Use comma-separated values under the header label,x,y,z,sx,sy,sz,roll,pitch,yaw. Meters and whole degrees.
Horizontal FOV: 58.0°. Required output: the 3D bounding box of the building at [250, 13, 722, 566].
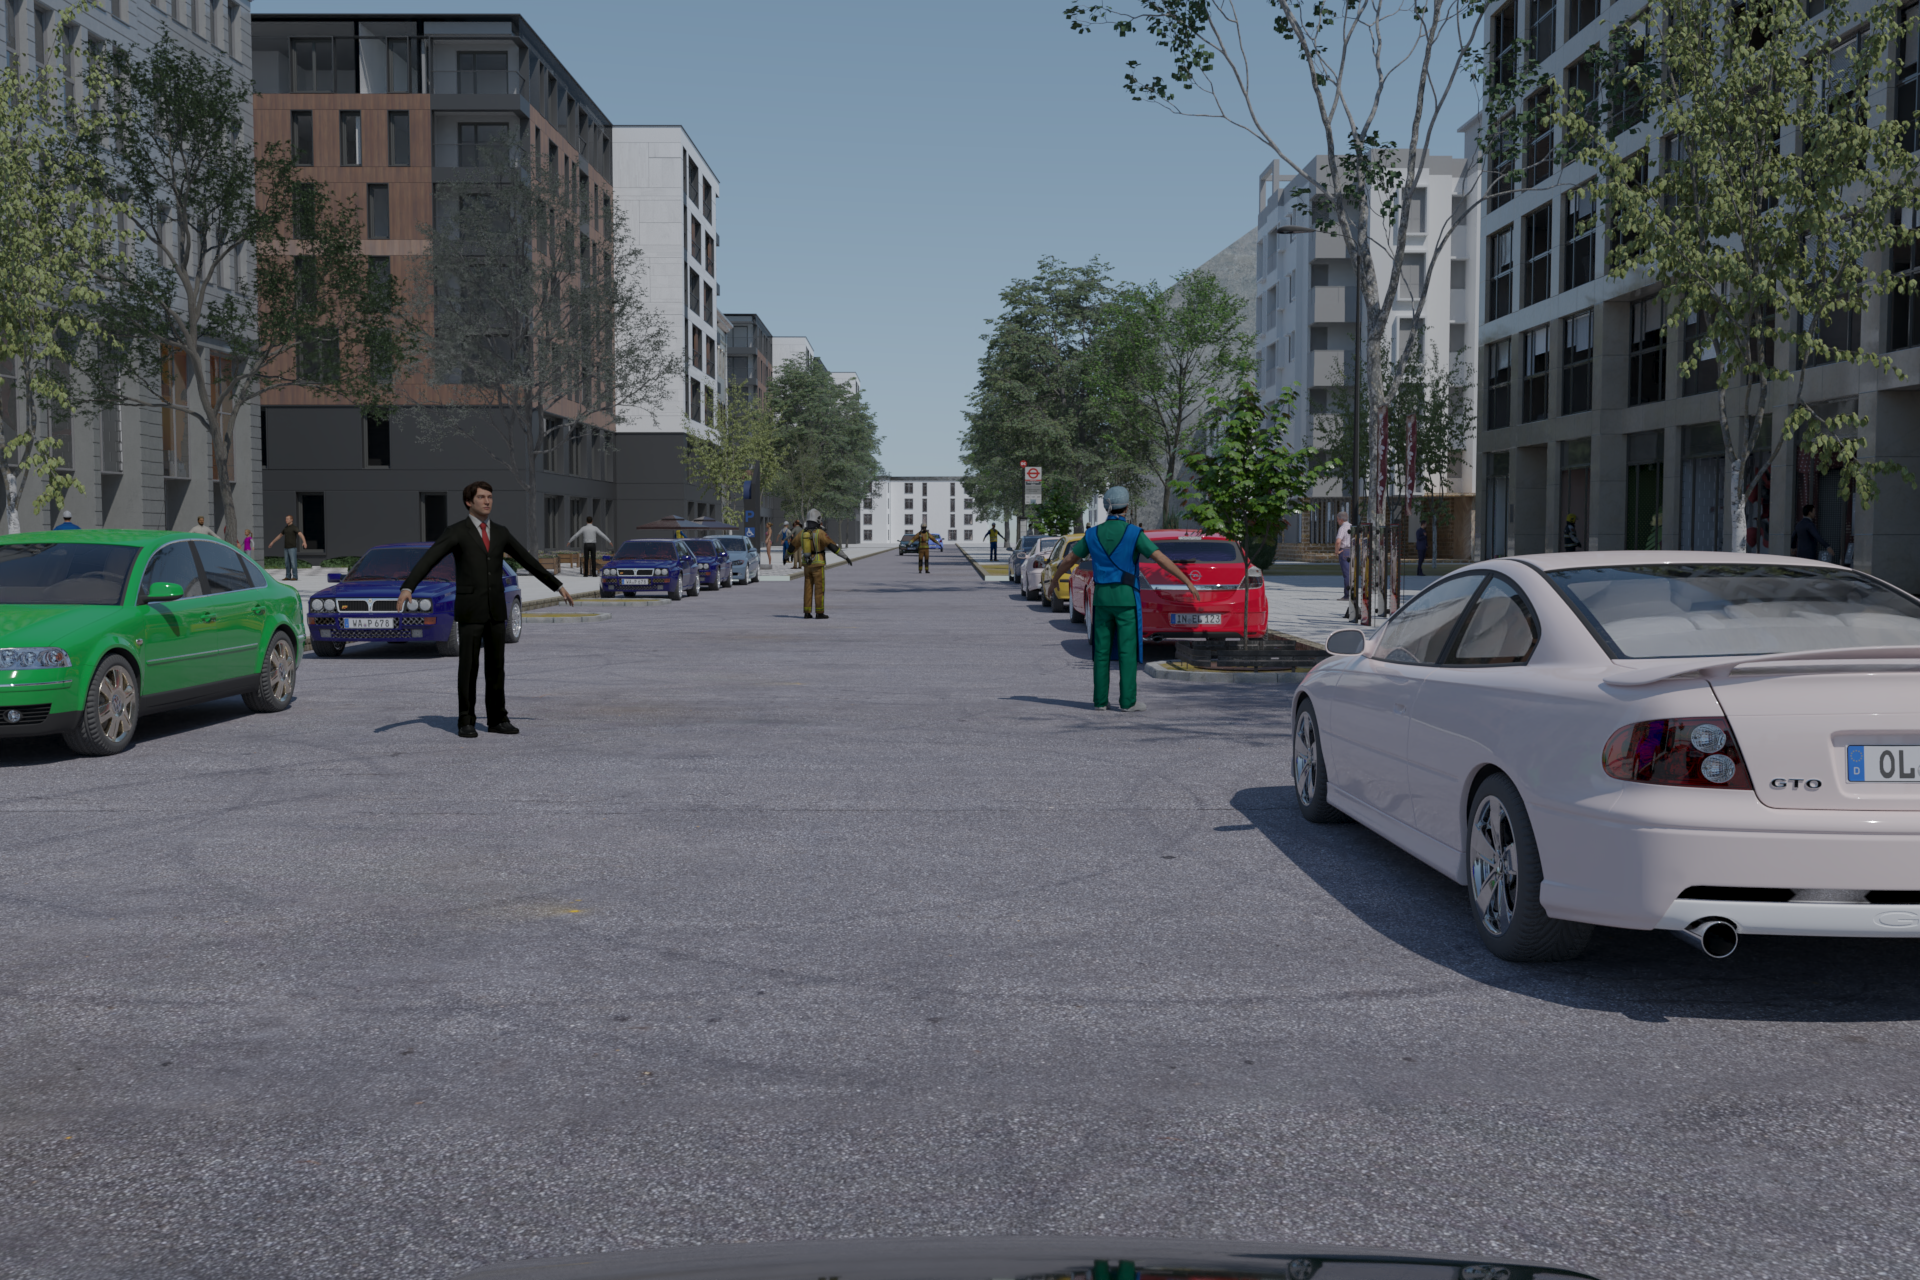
label,x,y,z,sx,sy,sz,roll,pitch,yaw
building,-27.817,-14.721,84.671,27.936,21.610,32.646,0,4,0

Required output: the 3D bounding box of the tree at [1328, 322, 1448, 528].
label,x,y,z,sx,sy,sz,roll,pitch,yaw
tree,14.349,-6.546,57.397,4.737,8.622,4.395,0,3,0

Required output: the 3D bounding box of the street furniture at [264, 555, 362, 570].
label,x,y,z,sx,sy,sz,roll,pitch,yaw
street furniture,-26.675,-2.990,64.519,10.072,0.657,5.734,0,4,8

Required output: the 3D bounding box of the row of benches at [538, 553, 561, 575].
label,x,y,z,sx,sy,sz,roll,pitch,yaw
row of benches,-13.247,-2.462,55.721,1.422,0.672,4.104,-1,4,-11

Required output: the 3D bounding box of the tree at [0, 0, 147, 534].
label,x,y,z,sx,sy,sz,roll,pitch,yaw
tree,-12.418,-4.395,22.217,4.737,8.622,4.395,0,3,0

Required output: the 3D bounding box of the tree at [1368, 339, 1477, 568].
label,x,y,z,sx,sy,sz,roll,pitch,yaw
tree,17.558,-6.983,64.531,4.737,8.622,4.395,0,3,0

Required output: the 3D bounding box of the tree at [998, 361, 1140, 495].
label,x,y,z,sx,sy,sz,roll,pitch,yaw
tree,5.475,-9.511,89.915,8.767,10.594,7.601,0,4,7

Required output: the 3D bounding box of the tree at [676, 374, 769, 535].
label,x,y,z,sx,sy,sz,roll,pitch,yaw
tree,-10.678,-7.848,78.680,4.737,8.622,4.395,0,3,0

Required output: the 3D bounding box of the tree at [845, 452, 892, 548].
label,x,y,z,sx,sy,sz,roll,pitch,yaw
tree,-10.447,-13.722,158.765,8.767,10.594,7.601,0,4,-2

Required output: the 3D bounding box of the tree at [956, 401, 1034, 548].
label,x,y,z,sx,sy,sz,roll,pitch,yaw
tree,4.233,-15.425,158.846,9.857,13.997,8.962,0,3,0

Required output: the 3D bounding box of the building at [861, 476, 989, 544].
label,x,y,z,sx,sy,sz,roll,pitch,yaw
building,-9.925,-18.576,248.322,28.070,9.664,9.099,0,4,5

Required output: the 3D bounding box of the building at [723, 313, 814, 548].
label,x,y,z,sx,sy,sz,roll,pitch,yaw
building,-29.770,-20.344,176.600,27.936,21.610,32.646,0,4,-1

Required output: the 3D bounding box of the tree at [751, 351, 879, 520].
label,x,y,z,sx,sy,sz,roll,pitch,yaw
tree,-10.102,-13.055,120.096,9.857,13.997,8.962,0,3,0

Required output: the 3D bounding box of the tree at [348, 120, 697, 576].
label,x,y,z,sx,sy,sz,roll,pitch,yaw
tree,-13.148,-8.694,52.520,12.009,13.543,11.850,0,3,0

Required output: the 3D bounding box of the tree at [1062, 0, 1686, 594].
label,x,y,z,sx,sy,sz,roll,pitch,yaw
tree,8.449,-10.964,35.144,12.611,20.169,13.585,0,3,0

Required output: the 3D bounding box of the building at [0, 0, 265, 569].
label,x,y,z,sx,sy,sz,roll,pitch,yaw
building,-29.693,-16.361,44.996,11.434,29.767,29.804,0,4,0

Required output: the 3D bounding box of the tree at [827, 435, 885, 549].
label,x,y,z,sx,sy,sz,roll,pitch,yaw
tree,-10.259,-13.583,147.833,9.928,11.665,9.643,0,3,0

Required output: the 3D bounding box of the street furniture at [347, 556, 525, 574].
label,x,y,z,sx,sy,sz,roll,pitch,yaw
street furniture,-17.497,-2.664,59.179,5.734,0.657,10.072,0,4,-7

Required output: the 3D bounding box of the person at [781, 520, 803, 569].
label,x,y,z,sx,sy,sz,roll,pitch,yaw
person,-6.001,-3.509,63.637,0.705,1.796,1.348,3,5,42

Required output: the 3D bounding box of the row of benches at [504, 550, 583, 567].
label,x,y,z,sx,sy,sz,roll,pitch,yaw
row of benches,-16.825,-3.187,67.571,4.104,0.672,1.422,0,4,0

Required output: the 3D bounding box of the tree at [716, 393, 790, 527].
label,x,y,z,sx,sy,sz,roll,pitch,yaw
tree,-10.769,-8.594,90.872,4.737,8.622,4.395,0,3,0

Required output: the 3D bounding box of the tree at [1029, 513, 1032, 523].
label,x,y,z,sx,sy,sz,roll,pitch,yaw
tree,4.857,-10.478,121.672,4.360,8.622,3.978,0,3,0

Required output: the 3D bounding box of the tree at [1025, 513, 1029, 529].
label,x,y,z,sx,sy,sz,roll,pitch,yaw
tree,9.743,-17.941,243.696,4.737,8.622,4.395,0,3,0

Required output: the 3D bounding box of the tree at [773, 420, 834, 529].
label,x,y,z,sx,sy,sz,roll,pitch,yaw
tree,-10.028,-9.856,111.502,4.360,8.622,3.978,0,3,0

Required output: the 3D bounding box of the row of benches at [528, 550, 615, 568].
label,x,y,z,sx,sy,sz,roll,pitch,yaw
row of benches,-15.132,-3.065,65.569,4.104,0.672,1.422,1,4,11

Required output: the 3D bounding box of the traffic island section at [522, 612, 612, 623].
label,x,y,z,sx,sy,sz,roll,pitch,yaw
traffic island section,-6.886,-0.367,28.868,1.991,0.108,1.994,0,4,-1

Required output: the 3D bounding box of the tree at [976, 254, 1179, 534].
label,x,y,z,sx,sy,sz,roll,pitch,yaw
tree,5.246,-10.459,77.662,9.857,13.997,8.962,0,3,0

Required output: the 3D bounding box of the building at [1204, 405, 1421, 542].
label,x,y,z,sx,sy,sz,roll,pitch,yaw
building,21.544,-10.030,106.131,9.099,9.664,28.070,0,4,0

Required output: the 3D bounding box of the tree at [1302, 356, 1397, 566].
label,x,y,z,sx,sy,sz,roll,pitch,yaw
tree,16.025,-7.327,70.164,4.737,8.622,4.395,0,3,0

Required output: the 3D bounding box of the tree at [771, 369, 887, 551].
label,x,y,z,sx,sy,sz,roll,pitch,yaw
tree,-10.107,-13.689,130.477,9.857,13.997,8.962,0,3,0

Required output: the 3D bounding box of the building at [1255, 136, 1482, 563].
label,x,y,z,sx,sy,sz,roll,pitch,yaw
building,20.437,-14.213,88.800,16.016,20.090,11.380,0,4,-1

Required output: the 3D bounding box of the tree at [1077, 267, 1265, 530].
label,x,y,z,sx,sy,sz,roll,pitch,yaw
tree,8.121,-8.645,67.094,9.928,11.665,9.643,0,3,0

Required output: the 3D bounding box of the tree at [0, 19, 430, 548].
label,x,y,z,sx,sy,sz,roll,pitch,yaw
tree,-13.516,-5.947,31.641,7.601,10.594,8.767,2,4,33

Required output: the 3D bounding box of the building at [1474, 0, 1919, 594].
label,x,y,z,sx,sy,sz,roll,pitch,yaw
building,27.658,-14.673,43.097,19.350,26.588,34.151,0,3,0

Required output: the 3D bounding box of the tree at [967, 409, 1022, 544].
label,x,y,z,sx,sy,sz,roll,pitch,yaw
tree,4.584,-12.590,131.604,9.928,11.665,9.643,0,3,0

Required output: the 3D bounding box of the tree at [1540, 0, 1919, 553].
label,x,y,z,sx,sy,sz,roll,pitch,yaw
tree,8.163,-4.132,17.927,4.737,8.622,4.395,0,3,0

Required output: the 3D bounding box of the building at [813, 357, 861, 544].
label,x,y,z,sx,sy,sz,roll,pitch,yaw
building,-27.027,-22.742,215.798,27.936,21.610,32.646,0,4,-1

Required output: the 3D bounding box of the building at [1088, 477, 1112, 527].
label,x,y,z,sx,sy,sz,roll,pitch,yaw
building,21.314,-16.507,212.031,9.099,9.664,28.070,0,4,-1

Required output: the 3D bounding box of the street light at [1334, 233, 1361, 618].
label,x,y,z,sx,sy,sz,roll,pitch,yaw
street light,6.544,-3.283,26.217,1.470,5.913,1.316,0,4,0

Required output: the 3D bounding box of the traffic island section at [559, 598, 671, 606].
label,x,y,z,sx,sy,sz,roll,pitch,yaw
traffic island section,-6.959,-0.761,35.306,1.991,0.108,1.994,0,4,1

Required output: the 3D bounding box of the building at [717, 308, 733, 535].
label,x,y,z,sx,sy,sz,roll,pitch,yaw
building,-25.966,-17.473,116.605,19.493,23.208,18.063,0,4,-1

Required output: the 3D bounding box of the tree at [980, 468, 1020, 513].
label,x,y,z,sx,sy,sz,roll,pitch,yaw
tree,5.064,-13.344,143.923,9.928,11.665,9.643,0,3,0

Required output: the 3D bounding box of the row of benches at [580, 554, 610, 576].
label,x,y,z,sx,sy,sz,roll,pitch,yaw
row of benches,-11.330,-2.356,53.975,1.422,0.672,4.104,-1,4,-18

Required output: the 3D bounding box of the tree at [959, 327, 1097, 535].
label,x,y,z,sx,sy,sz,roll,pitch,yaw
tree,4.799,-12.120,104.817,9.857,13.997,8.962,0,3,0

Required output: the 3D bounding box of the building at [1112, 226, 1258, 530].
label,x,y,z,sx,sy,sz,roll,pitch,yaw
building,21.502,-18.248,129.276,19.493,23.208,18.063,0,3,0
